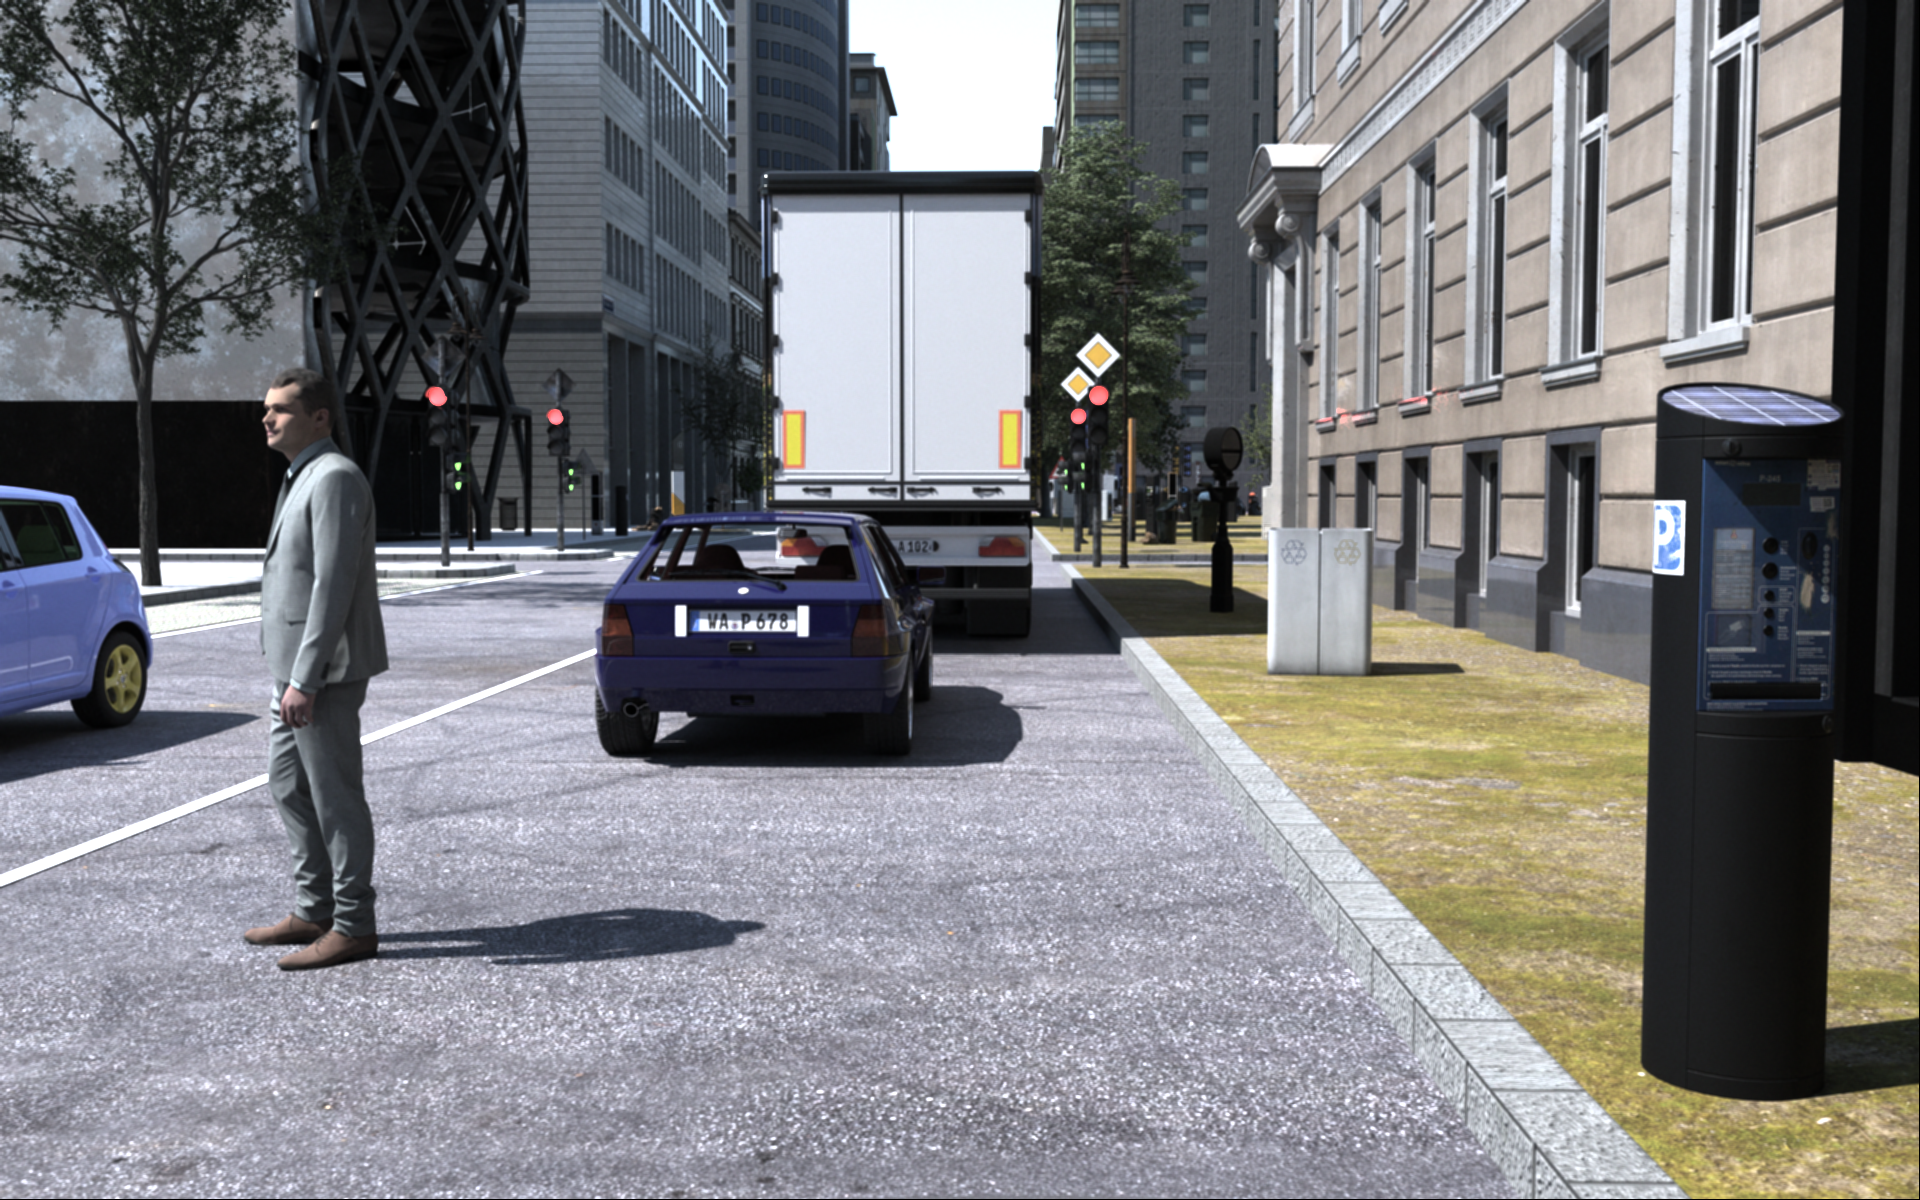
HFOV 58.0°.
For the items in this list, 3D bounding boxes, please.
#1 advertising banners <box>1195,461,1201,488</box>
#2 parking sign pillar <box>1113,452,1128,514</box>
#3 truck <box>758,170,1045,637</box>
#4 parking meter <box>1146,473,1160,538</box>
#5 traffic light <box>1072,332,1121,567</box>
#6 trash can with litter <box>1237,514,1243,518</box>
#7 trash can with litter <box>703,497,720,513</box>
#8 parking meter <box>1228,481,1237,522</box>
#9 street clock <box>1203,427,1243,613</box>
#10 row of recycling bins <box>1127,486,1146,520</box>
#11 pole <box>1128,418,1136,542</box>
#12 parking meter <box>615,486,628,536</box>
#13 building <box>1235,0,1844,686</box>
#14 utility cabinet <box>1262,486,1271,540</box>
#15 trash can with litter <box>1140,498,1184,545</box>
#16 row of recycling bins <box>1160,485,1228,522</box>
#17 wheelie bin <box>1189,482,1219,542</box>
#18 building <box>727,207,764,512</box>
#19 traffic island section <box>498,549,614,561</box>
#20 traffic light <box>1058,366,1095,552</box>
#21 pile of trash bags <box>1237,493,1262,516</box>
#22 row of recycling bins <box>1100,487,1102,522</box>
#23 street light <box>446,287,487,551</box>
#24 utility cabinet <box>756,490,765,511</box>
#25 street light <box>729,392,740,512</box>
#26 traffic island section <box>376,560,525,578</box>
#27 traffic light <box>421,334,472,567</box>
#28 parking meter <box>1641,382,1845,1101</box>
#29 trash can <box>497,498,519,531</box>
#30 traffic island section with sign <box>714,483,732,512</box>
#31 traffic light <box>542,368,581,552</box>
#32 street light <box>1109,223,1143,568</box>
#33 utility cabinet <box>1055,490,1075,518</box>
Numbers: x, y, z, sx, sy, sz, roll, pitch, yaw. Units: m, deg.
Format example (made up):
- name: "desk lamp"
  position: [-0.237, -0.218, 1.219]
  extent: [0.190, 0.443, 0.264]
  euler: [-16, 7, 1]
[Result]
- name: "advertising banners"
  position: [12.934, -5.800, 91.012]
  extent: [0.090, 3.025, 2.074]
  euler: [3, 5, 43]
- name: "parking sign pillar"
  position: [10.421, -7.396, 109.392]
  extent: [1.447, 3.967, 1.447]
  euler: [2, 4, 24]
- name: "truck"
  position: [-0.345, -1.941, 20.654]
  extent: [2.839, 4.237, 11.283]
  euler: [0, 4, 2]
- name: "parking meter"
  position: [5.304, -2.565, 47.651]
  extent: [0.255, 1.863, 0.399]
  euler: [3, 4, 37]
- name: "traffic light"
  position: [2.384, -2.527, 30.236]
  extent: [0.839, 4.253, 0.868]
  euler: [0, 4, 1]
- name: "trash can with litter"
  position: [14.195, -5.044, 93.521]
  extent: [2.233, 1.210, 1.678]
  euler: [0, 4, 4]
- name: "trash can with litter"
  position: [-10.087, -3.676, 71.486]
  extent: [0.624, 1.170, 1.055]
  euler: [1, 4, 22]
- name: "parking meter"
  position: [12.322, -4.442, 78.341]
  extent: [0.399, 1.863, 0.255]
  euler: [2, 4, 27]
- name: "street clock"
  position: [2.853, -0.871, 18.810]
  extent: [0.358, 2.002, 0.471]
  euler: [3, 4, 39]
- name: "row of recycling bins"
  position: [8.992, -4.821, 85.943]
  extent: [1.069, 1.692, 3.534]
  euler: [1, 4, 15]
- name: "pole"
  position: [4.632, -3.230, 46.654]
  extent: [0.158, 3.312, 0.155]
  euler: [0, 3, 0]
- name: "parking meter"
  position: [-10.387, -2.735, 53.129]
  extent: [0.372, 1.533, 0.369]
  euler: [0, 3, 0]
- name: "building"
  position: [10.988, -14.166, 17.520]
  extent: [13.634, 28.700, 20.117]
  euler: [0, 4, 1]
- name: "utility cabinet"
  position: [8.641, -2.333, 46.829]
  extent: [0.318, 1.500, 1.173]
  euler: [-2, 4, -29]
- name: "trash can with litter"
  position: [5.132, -2.001, 44.097]
  extent: [1.055, 1.170, 0.624]
  euler: [-2, 4, -35]
- name: "row of recycling bins"
  position: [10.618, -4.412, 79.256]
  extent: [3.534, 1.692, 1.069]
  euler: [0, 4, 4]
- name: "wheelie bin"
  position: [6.560, -2.355, 46.415]
  extent: [0.693, 1.594, 0.980]
  euler: [-2, 4, -26]
- name: "building"
  position: [-16.832, -14.565, 102.763]
  extent: [10.561, 19.102, 19.286]
  euler: [0, 4, 1]
- name: "traffic island section"
  position: [-8.917, -0.999, 38.620]
  extent: [2.009, 0.180, 2.903]
  euler: [0, 4, 1]
- name: "traffic light"
  position: [2.581, -3.015, 38.219]
  extent: [0.839, 4.253, 0.868]
  euler: [0, 4, 1]
- name: "pile of trash bags"
  position: [17.169, -5.710, 103.118]
  extent: [1.912, 1.369, 3.447]
  euler: [1, 4, 19]
- name: "row of recycling bins"
  position: [5.902, -4.338, 78.042]
  extent: [1.069, 1.692, 3.534]
  euler: [0, 4, 5]
- name: "street light"
  position: [-11.003, -4.036, 38.781]
  extent: [0.468, 5.910, 1.993]
  euler: [0, 4, 1]
- name: "utility cabinet"
  position: [-10.591, -5.230, 94.185]
  extent: [0.318, 1.500, 1.173]
  euler: [2, 4, 34]
- name: "street light"
  position: [-9.997, -6.339, 76.435]
  extent: [0.468, 5.910, 1.993]
  euler: [0, 4, 1]
- name: "traffic island section"
  position: [-9.114, -0.511, 30.637]
  extent: [2.009, 0.180, 2.903]
  euler: [0, 4, 1]
- name: "traffic light"
  position: [-9.075, -2.543, 30.502]
  extent: [0.839, 4.253, 0.868]
  euler: [0, 4, 1]
- name: "parking meter"
  position: [1.709, 0.282, 3.793]
  extent: [0.372, 1.533, 0.369]
  euler: [0, 3, 0]
- name: "trash can"
  position: [-15.830, -2.999, 60.693]
  extent: [0.748, 1.137, 0.748]
  euler: [0, 3, 0]
- name: "traffic island section with sign"
  position: [-8.376, -3.208, 61.072]
  extent: [1.989, 1.847, 2.006]
  euler: [0, 4, 1]
- name: "traffic light"
  position: [-8.878, -3.031, 38.484]
  extent: [0.839, 4.253, 0.868]
  euler: [0, 4, 1]
- name: "street light"
  position: [2.845, -3.491, 29.860]
  extent: [0.468, 5.910, 1.993]
  euler: [0, 4, 1]
- name: "utility cabinet"
  position: [5.798, -5.115, 92.312]
  extent: [1.173, 1.500, 0.318]
  euler: [-2, 4, -27]
